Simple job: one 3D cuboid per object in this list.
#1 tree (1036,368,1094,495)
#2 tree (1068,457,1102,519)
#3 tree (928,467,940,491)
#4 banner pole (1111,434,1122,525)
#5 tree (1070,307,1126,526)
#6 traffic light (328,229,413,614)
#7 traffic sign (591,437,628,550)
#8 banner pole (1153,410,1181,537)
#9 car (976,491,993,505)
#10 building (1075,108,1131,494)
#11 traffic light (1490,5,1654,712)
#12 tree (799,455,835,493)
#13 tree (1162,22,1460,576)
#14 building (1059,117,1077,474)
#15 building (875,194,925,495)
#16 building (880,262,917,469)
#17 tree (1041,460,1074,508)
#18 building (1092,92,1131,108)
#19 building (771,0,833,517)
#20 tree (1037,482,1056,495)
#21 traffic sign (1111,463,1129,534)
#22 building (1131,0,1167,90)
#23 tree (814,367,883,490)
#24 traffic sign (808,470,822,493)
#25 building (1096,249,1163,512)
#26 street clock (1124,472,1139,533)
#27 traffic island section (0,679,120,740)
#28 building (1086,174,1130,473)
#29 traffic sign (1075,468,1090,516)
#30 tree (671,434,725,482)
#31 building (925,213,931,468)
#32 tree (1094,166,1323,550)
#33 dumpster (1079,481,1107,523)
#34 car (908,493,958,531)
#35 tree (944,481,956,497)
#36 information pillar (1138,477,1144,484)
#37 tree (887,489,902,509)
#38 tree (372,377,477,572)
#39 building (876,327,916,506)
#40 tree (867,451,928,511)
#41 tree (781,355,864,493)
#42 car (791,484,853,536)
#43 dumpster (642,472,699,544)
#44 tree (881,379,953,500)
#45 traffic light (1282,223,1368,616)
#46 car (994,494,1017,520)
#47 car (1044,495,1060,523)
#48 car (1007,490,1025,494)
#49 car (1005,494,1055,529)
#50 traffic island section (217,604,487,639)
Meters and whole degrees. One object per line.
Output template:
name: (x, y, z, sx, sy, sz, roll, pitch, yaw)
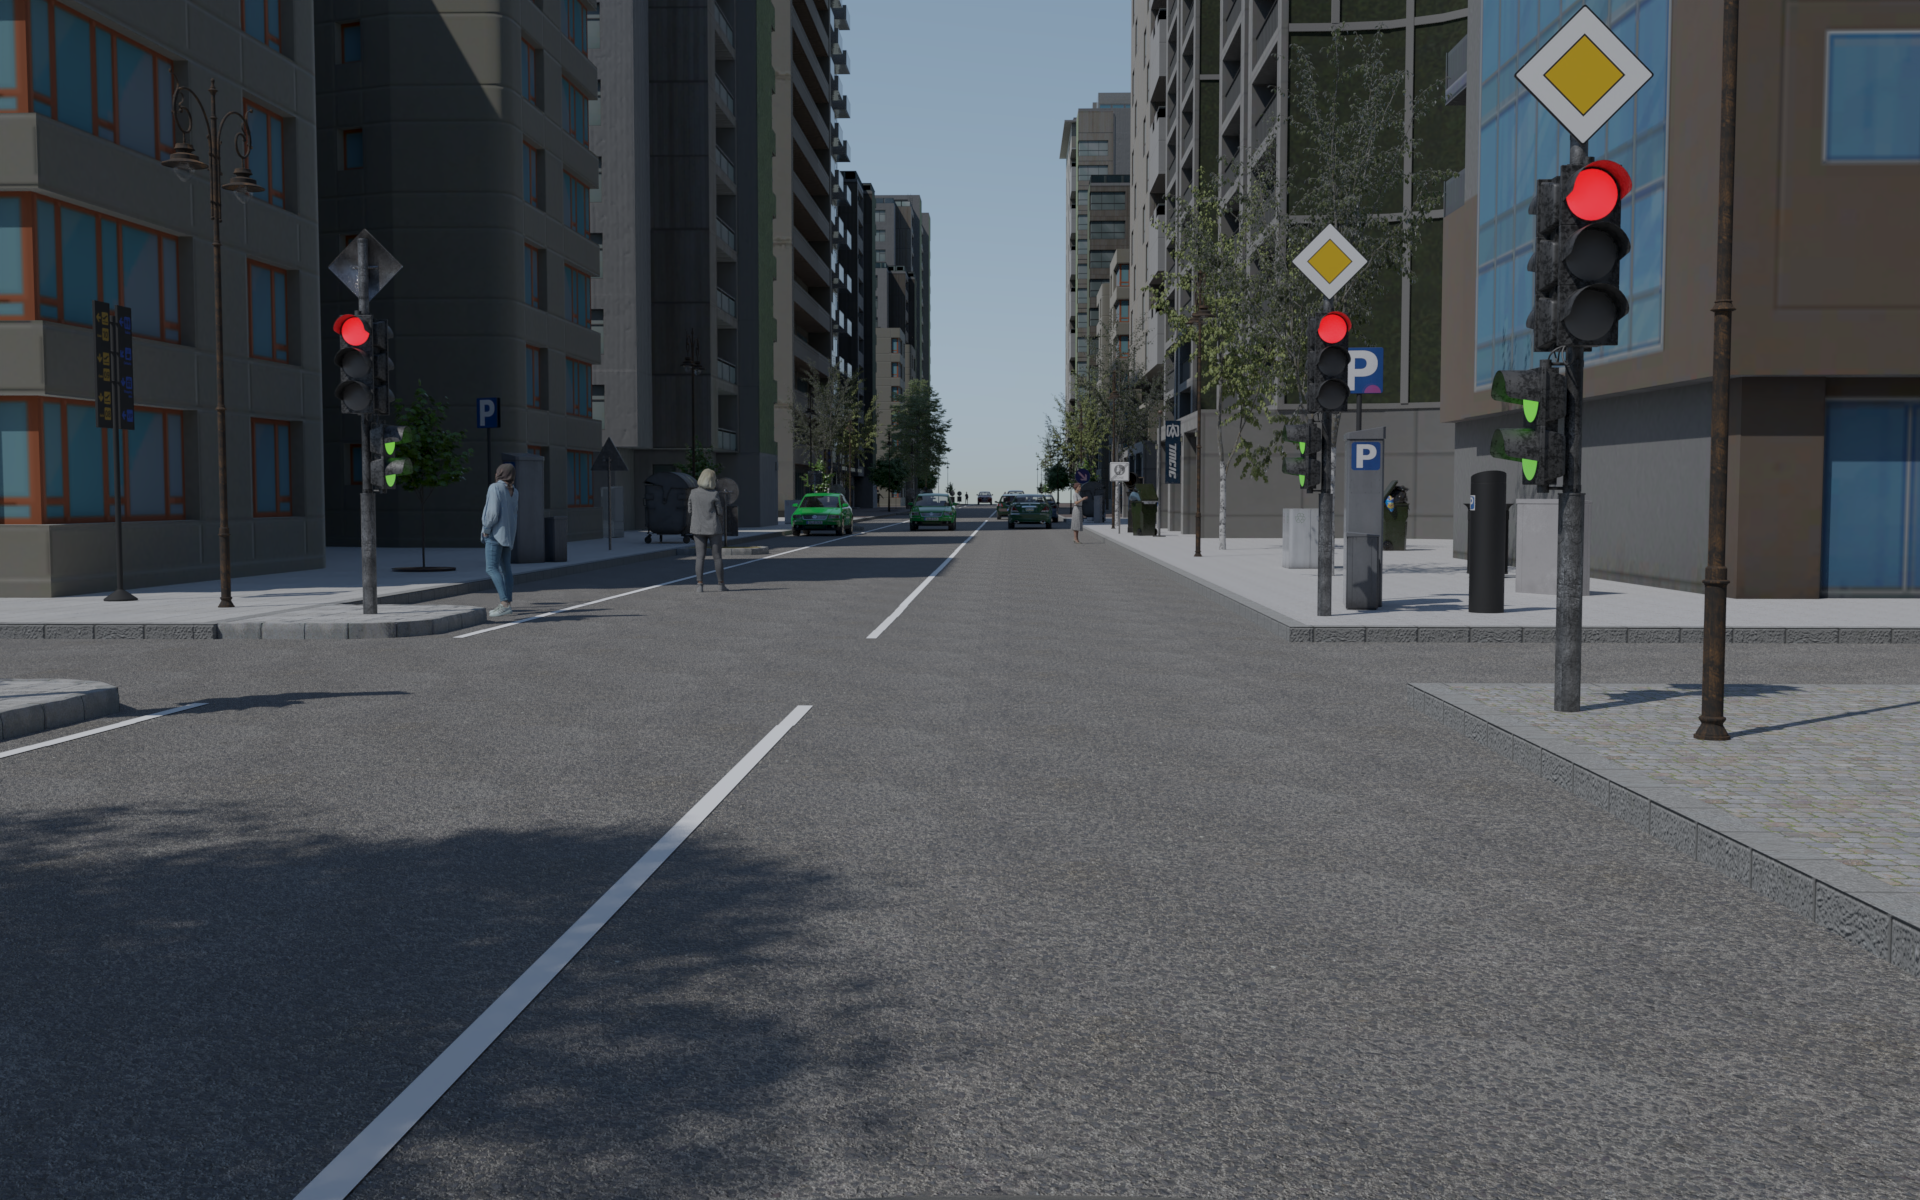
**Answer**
tree: (7.431, -9.160, 100.123, 4.737, 8.622, 4.395, 0, 3, 0)
tree: (6.451, -5.857, 90.368, 1.663, 3.219, 1.824, 0, 3, 0)
tree: (-3.731, -12.675, 190.944, 4.285, 4.588, 4.351, 0, 3, 0)
banner pole: (6.559, -4.999, 71.750, 0.401, 3.779, 0.863, 2, 4, 30)
tree: (6.513, -7.256, 68.995, 4.360, 8.622, 3.978, 0, 3, 0)
traffic light: (-6.291, -1.803, 18.406, 0.839, 4.253, 0.868, 0, 4, 2)
traffic sign: (-7.998, -2.416, 39.512, 0.884, 2.594, 0.081, 0, 4, 6)
banner pole: (6.205, -3.780, 51.818, 0.863, 3.779, 0.401, 0, 4, -2)
car: (3.362, -13.835, 234.879, 2.281, 1.827, 5.304, 0, 4, 1)
building: (19.432, -30.771, 186.702, 14.154, 41.232, 14.086, 0, 4, 2)
traffic light: (3.574, -1.297, 10.135, 0.839, 4.253, 0.868, 0, 4, 2)
tree: (-6.787, -5.508, 84.654, 1.663, 3.219, 1.824, 0, 3, 0)
tree: (5.606, -4.689, 27.035, 4.360, 8.622, 3.978, 0, 3, 0)
building: (28.281, -39.664, 237.739, 28.713, 52.752, 27.495, 0, 4, 2)
building: (-12.421, -33.437, 230.285, 14.154, 41.232, 14.086, 0, 4, 2)
building: (-12.775, -27.198, 216.394, 14.160, 30.474, 14.107, 0, 4, 2)
tree: (9.031, -10.791, 160.145, 4.285, 4.588, 4.351, 0, 3, 0)
building: (25.490, -36.047, 208.980, 23.786, 49.044, 30.456, 0, 4, 2)
building: (-19.535, -29.434, 104.948, 21.300, 48.544, 21.600, 0, 4, 2)
tree: (12.010, -14.701, 234.956, 1.663, 3.219, 1.824, 0, 3, 0)
traffic sign: (5.141, -3.284, 55.827, 0.606, 2.300, 0.079, 0, 4, 8)
building: (24.869, -31.682, 107.241, 28.713, 52.752, 27.495, 0, 4, 2)
tree: (-6.503, -9.074, 98.727, 4.737, 8.622, 4.395, 0, 3, 0)
traffic sign: (-6.287, -4.462, 75.088, 0.606, 2.300, 0.079, 0, 4, 4)
building: (25.287, -17.817, 136.339, 27.650, 21.520, 28.899, 0, 4, 2)
street clock: (5.673, -3.233, 57.435, 0.471, 2.002, 0.358, 1, 4, 23)
traffic island section: (-6.573, 0.717, 10.561, 2.009, 0.180, 2.903, 0, 4, 2)
building: (18.592, -23.682, 158.898, 14.160, 30.474, 14.107, 0, 4, 2)
traffic sign: (6.082, -5.256, 86.041, 0.768, 2.556, 0.104, 0, 4, 3)
tree: (-8.592, -3.759, 56.059, 1.663, 3.219, 1.824, 0, 3, 0)
building: (-11.468, -34.324, 244.790, 14.154, 41.232, 14.086, 0, 4, 2)
tree: (6.272, -5.456, 39.560, 4.737, 8.622, 4.395, 0, 3, 0)
dumpster: (6.026, -4.465, 78.766, 1.264, 1.857, 1.865, 0, 4, 2)
car: (-1.064, -3.675, 68.882, 1.959, 1.807, 4.718, 0, 4, 1)
tree: (-1.290, -15.669, 250.789, 1.663, 3.219, 1.824, 0, 3, 0)
information pillar: (7.806, -4.316, 75.056, 0.304, 2.012, 0.304, 0, 4, 4)
tree: (-5.398, -9.404, 148.352, 1.663, 3.219, 1.824, 0, 3, 0)
tree: (-9.034, -2.087, 28.717, 1.663, 3.219, 1.824, 0, 3, 0)
building: (-19.614, -21.415, 195.181, 27.650, 21.520, 28.899, 0, 4, 2)
tree: (-5.377, -9.019, 131.168, 4.285, 4.588, 4.351, 0, 3, 0)
tree: (-7.132, -8.586, 90.743, 4.360, 8.622, 3.978, 0, 3, 0)
car: (-4.807, -3.178, 60.748, 1.959, 1.807, 4.718, 0, 4, 3)
dumpster: (-7.560, -2.427, 45.442, 1.264, 1.857, 1.865, 0, 4, 2)
tree: (-4.007, -15.413, 170.134, 7.486, 12.596, 7.792, 0, 3, 0)
traffic light: (3.816, -1.786, 18.116, 0.839, 4.253, 0.868, 0, 4, 2)
car: (2.947, -5.391, 97.931, 2.009, 1.686, 4.222, 0, 4, 2)
car: (4.115, -4.673, 88.405, 2.014, 1.417, 4.499, 0, 4, 1)
car: (5.208, -9.381, 162.047, 2.281, 1.827, 5.304, 0, 4, 1)
car: (2.944, -3.726, 72.713, 2.131, 1.459, 4.920, 0, 4, 3)
traffic island section: (-6.331, 0.229, 18.542, 2.009, 0.180, 2.903, 0, 4, 2)
